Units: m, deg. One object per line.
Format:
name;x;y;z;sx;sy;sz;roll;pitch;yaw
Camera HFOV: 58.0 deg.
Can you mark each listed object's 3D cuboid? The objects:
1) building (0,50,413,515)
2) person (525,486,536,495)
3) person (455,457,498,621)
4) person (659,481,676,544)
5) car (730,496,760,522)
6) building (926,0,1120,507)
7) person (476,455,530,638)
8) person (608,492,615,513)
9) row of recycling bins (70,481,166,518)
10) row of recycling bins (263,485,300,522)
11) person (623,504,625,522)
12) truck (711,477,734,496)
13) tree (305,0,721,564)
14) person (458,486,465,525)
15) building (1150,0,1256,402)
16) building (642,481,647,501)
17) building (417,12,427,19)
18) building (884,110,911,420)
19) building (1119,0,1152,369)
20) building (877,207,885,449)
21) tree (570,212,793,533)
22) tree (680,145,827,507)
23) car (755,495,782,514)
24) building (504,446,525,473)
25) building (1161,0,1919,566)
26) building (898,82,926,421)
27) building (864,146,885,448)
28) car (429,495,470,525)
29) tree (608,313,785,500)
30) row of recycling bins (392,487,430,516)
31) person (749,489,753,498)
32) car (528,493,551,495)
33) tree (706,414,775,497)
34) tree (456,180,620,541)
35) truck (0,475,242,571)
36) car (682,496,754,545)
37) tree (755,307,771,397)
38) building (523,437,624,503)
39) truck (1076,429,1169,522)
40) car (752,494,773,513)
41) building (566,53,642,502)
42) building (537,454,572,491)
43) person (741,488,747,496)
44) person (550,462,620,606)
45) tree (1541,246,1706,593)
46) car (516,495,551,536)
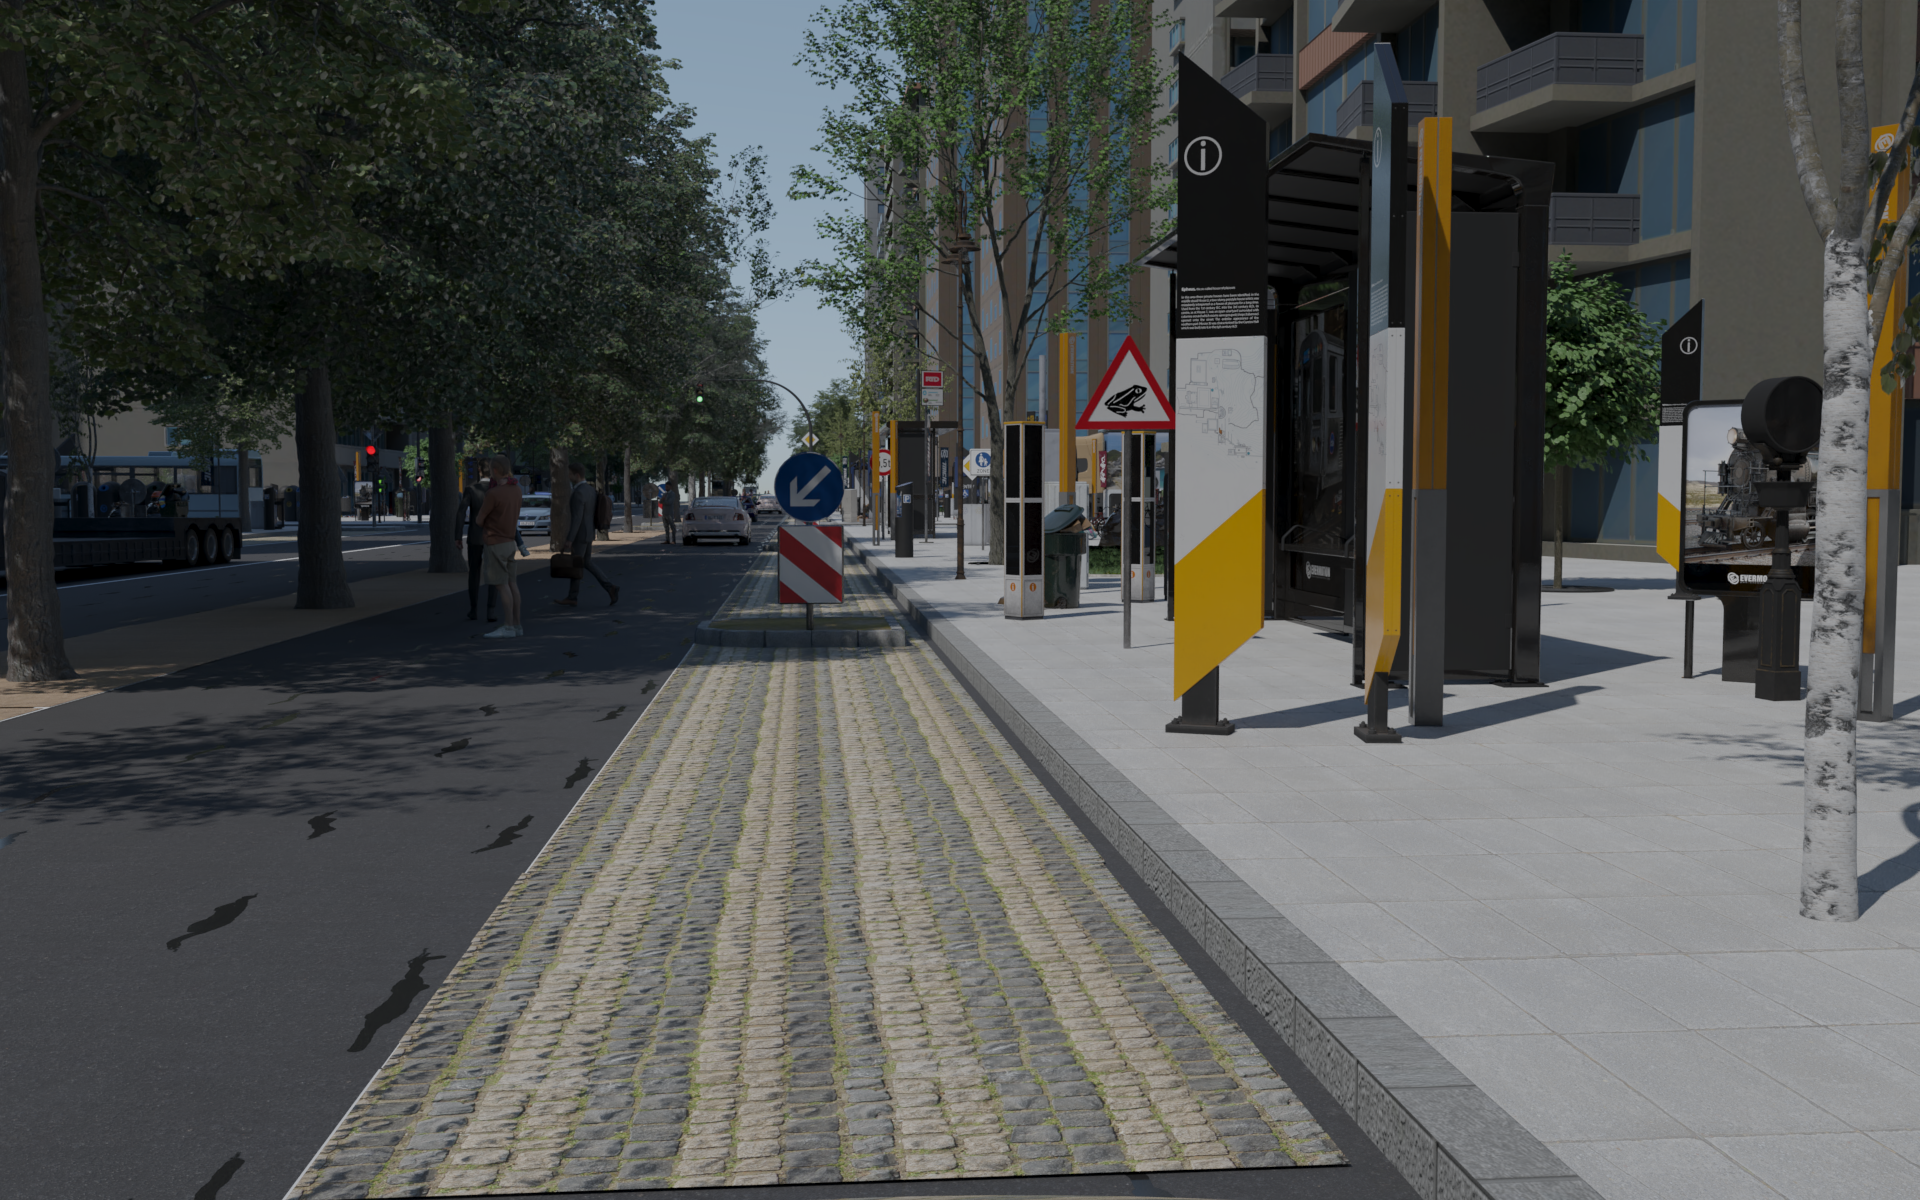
building;-47.270;-29.509;106.179;21.300;48.544;21.600;0;4;-5
person;-19.419;-4.277;78.673;0.600;1.795;0.529;3;4;38
person;-5.402;-0.692;19.595;0.659;1.850;0.755;-1;4;-21
person;-8.379;-2.496;49.489;0.511;1.800;0.466;2;4;27
car;-11.412;-4.738;90.039;1.945;1.354;3.894;0;4;-5
building;4.548;-30.255;144.783;14.600;45.320;14.200;0;4;-5
person;-4.602;-0.547;17.425;0.573;1.828;0.580;-2;4;-33
person;-27.046;-7.580;134.240;0.589;1.601;0.330;0;4;-5
row of recycling bins;-27.077;-2.987;55.948;3.534;1.692;1.069;1;4;11
row of recycling bins;-33.845;-4.692;83.834;3.534;1.692;1.069;1;4;10
person;-17.283;-4.708;89.748;0.394;1.301;0.425;-2;4;-32
truck;-27.562;-12.985;201.224;2.839;4.237;11.283;0;4;-6
tree;-9.753;-8.136;42.135;9.857;13.997;8.962;0;3;0
person;-22.962;-4.314;79.137;0.767;1.812;0.694;3;5;42
building;21.854;-28.892;96.080;21.600;48.544;21.300;0;4;-5
building;-61.154;-37.497;296.677;14.154;41.232;14.086;0;4;-5
building;-44.403;-27.583;134.581;14.154;41.232;14.086;0;4;-5
building;2.068;-35.792;208.906;21.300;48.544;21.600;0;4;-5
building;8.960;-28.505;116.171;14.600;45.320;14.200;0;4;-5
building;-1.352;-39.656;267.984;23.786;49.044;30.456;0;4;-5
tree;-12.217;-9.202;63.277;12.009;13.543;11.850;0;3;0
tree;-13.228;-14.330;92.647;12.611;20.169;13.585;0;3;0
car;-13.794;-6.901;125.185;2.083;1.381;4.827;0;4;-5
building;-47.652;-28.876;155.716;14.154;41.232;14.086;0;4;-5
building;18.718;-23.800;43.757;22.147;44.769;28.867;0;4;-5
building;4.767;-32.376;183.975;22.147;44.769;28.867;0;4;-5
building;-5.865;-46.163;296.767;21.231;58.520;28.212;0;4;-5
car;-23.954;-4.282;82.367;2.083;1.381;4.827;0;4;-6
tree;-15.510;-11.281;103.906;9.611;12.733;9.660;0;3;0
row of recycling bins;-33.217;-5.988;105.019;1.069;1.692;3.534;1;4;12
person;-15.228;-7.174;125.801;0.388;1.821;0.555;-1;4;-20
car;-20.138;-4.468;82.643;1.945;1.707;3.694;0;4;-4
tree;-18.688;-12.308;138.099;8.767;10.594;7.601;0;4;-5
tree;-10.967;-7.593;52.354;9.928;11.665;9.643;0;3;0
truck;-15.489;-2.276;26.977;2.967;4.110;18.799;0;4;-5
car;-6.973;-2.291;49.819;2.083;1.381;4.827;0;4;-6
tree;-13.240;-10.452;79.998;9.857;13.997;8.962;0;3;0
building;-60.681;-36.648;253.822;22.147;44.769;28.867;0;4;-5
truck;8.330;-5.211;74.117;11.283;4.237;2.839;0;4;-5
car;-15.130;-7.300;131.156;2.131;1.459;4.920;0;4;-4
building;-62.202;-51.349;277.810;20.563;71.187;20.611;0;4;-5
building;-52.469;-31.493;198.512;14.154;41.232;14.086;0;4;-5
person;-14.537;-6.599;116.408;0.388;1.821;0.555;2;4;24
person;-4.779;-0.832;22.066;0.822;1.834;0.622;0;4;-3
tree;7.963;-2.410;23.120;4.285;4.588;4.351;0;3;0
car;-14.810;-2.953;60.291;2.014;1.417;4.499;0;4;-7
